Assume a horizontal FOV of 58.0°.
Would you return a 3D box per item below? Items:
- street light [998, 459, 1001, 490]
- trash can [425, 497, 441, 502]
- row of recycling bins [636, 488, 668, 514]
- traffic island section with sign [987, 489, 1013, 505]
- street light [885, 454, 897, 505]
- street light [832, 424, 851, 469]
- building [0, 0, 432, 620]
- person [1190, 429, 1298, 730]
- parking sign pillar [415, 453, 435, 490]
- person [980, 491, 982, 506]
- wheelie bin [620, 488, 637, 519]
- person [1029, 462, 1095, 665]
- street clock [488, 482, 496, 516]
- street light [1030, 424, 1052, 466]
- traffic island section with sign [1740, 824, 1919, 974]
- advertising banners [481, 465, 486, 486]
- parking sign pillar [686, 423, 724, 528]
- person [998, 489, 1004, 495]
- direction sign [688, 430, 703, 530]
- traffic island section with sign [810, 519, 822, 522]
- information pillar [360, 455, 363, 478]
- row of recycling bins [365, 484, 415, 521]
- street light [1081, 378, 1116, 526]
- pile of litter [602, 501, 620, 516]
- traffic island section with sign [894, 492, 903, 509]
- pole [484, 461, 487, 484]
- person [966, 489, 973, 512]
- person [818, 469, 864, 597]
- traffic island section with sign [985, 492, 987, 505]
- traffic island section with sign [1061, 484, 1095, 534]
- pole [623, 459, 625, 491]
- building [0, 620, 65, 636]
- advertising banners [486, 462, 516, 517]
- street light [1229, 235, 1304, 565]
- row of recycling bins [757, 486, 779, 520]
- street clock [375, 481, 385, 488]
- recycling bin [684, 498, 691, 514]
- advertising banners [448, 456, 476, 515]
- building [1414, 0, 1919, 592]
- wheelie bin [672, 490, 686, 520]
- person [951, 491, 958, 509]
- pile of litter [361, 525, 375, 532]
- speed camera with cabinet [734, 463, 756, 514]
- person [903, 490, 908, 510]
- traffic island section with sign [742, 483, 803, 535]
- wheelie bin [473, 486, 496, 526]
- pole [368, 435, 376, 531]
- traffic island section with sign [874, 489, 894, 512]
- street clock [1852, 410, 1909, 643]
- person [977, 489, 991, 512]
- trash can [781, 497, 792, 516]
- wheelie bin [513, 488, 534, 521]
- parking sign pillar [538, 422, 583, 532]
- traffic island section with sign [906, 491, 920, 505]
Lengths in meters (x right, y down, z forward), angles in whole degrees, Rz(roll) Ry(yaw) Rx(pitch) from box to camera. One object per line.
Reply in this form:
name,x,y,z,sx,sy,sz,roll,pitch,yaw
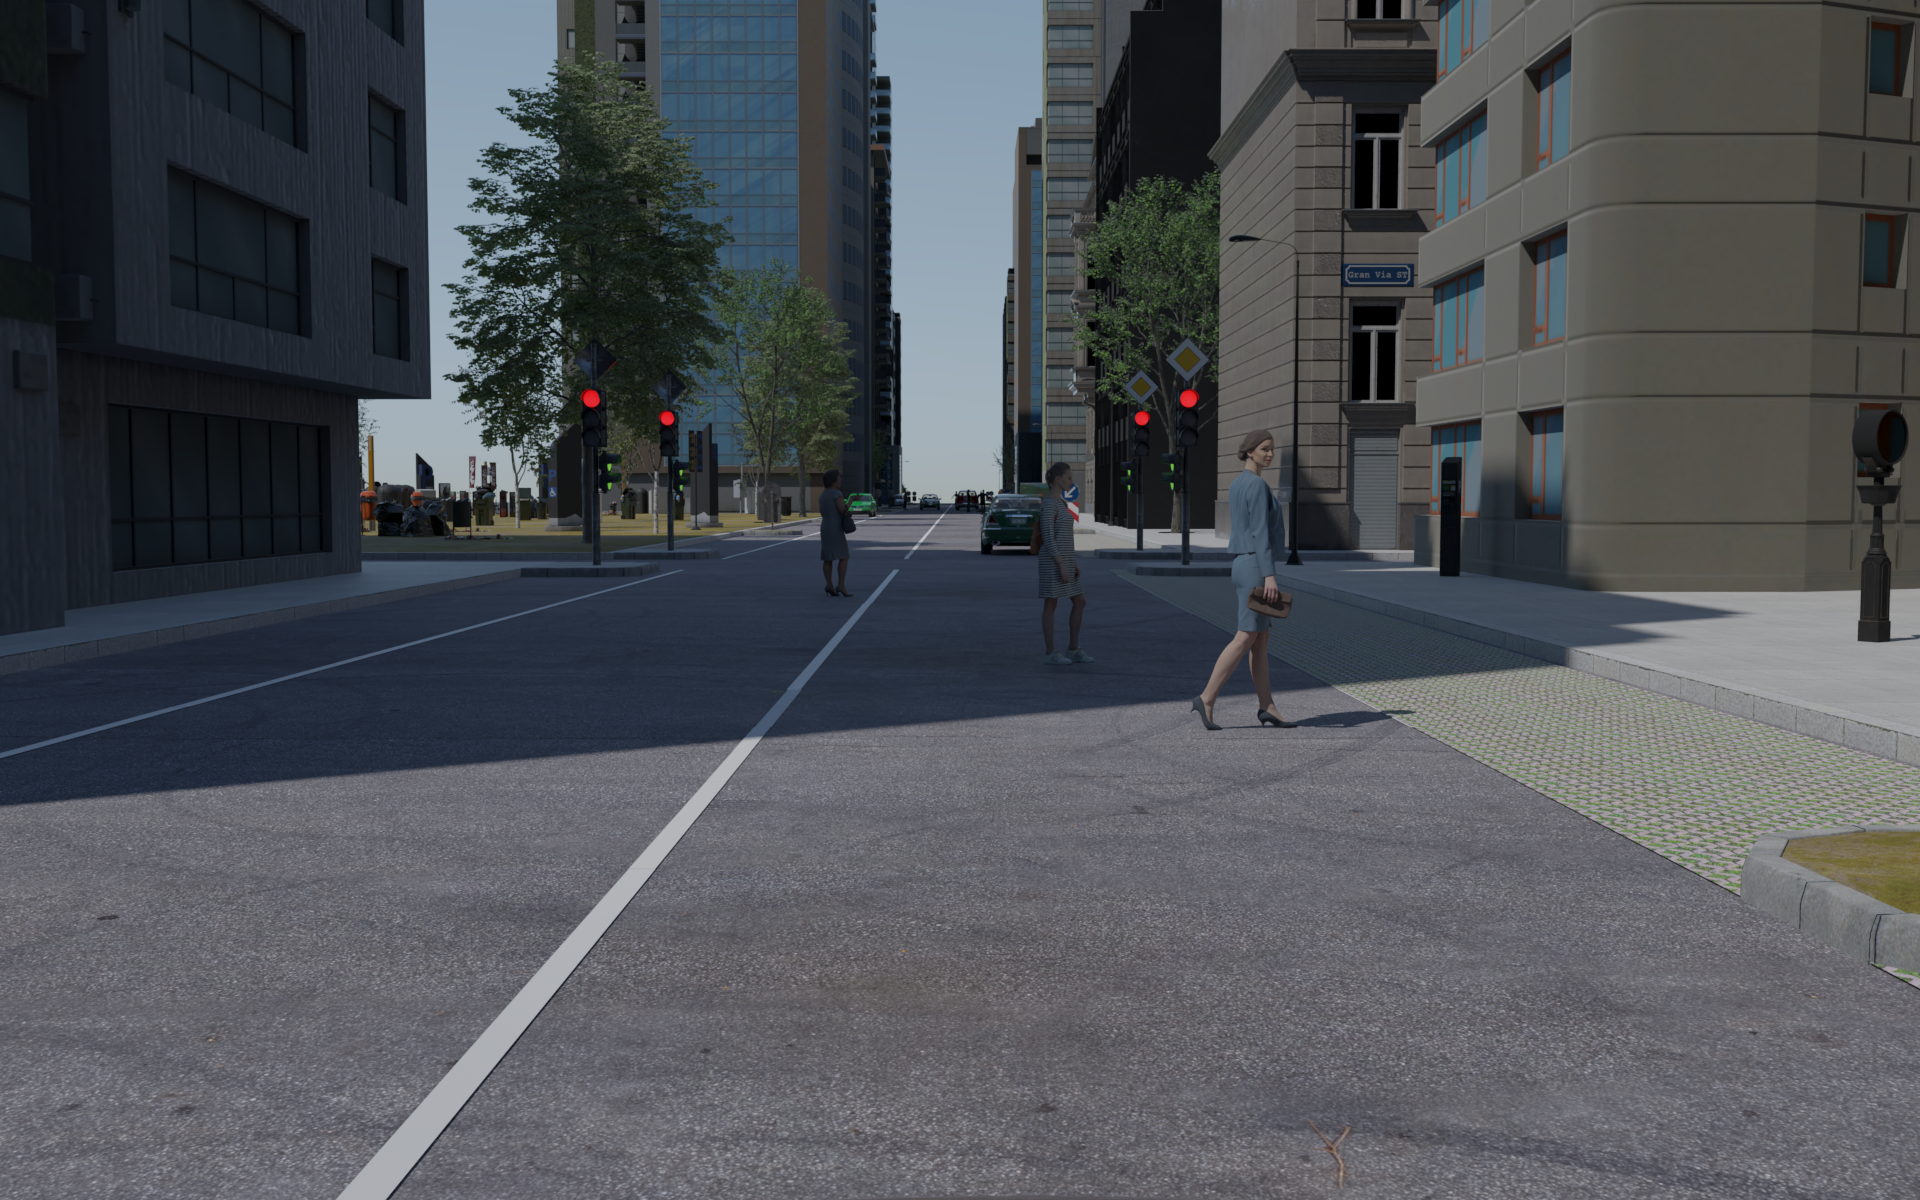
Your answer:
street light,5.657,-15.746,229.987,1.470,5.913,1.316,0,3,0
trash can,-23.845,-4.080,78.369,0.748,1.137,0.748,0,3,0
row of recycling bins,-20.291,-6.466,112.830,3.534,1.692,1.069,1,4,12
traffic island section with sign,3.854,-9.645,166.322,1.989,1.847,2.006,0,3,0
street light,-7.954,-13.837,198.780,1.470,5.913,1.316,0,3,0
street light,-7.939,-8.752,115.636,1.470,5.913,1.316,0,3,0
building,-15.828,-15.459,24.459,14.107,30.474,14.160,0,3,0
person,1.740,-0.124,10.546,0.654,1.822,0.581,1,4,9
parking sign pillar,-35.149,-7.668,113.845,1.447,3.967,1.447,2,4,24
person,2.618,-12.518,213.188,0.705,1.822,1.348,-2,4,-32
wheelie bin,-16.770,-4.887,87.804,0.693,1.594,0.980,2,4,25
person,0.830,-0.312,14.598,0.522,1.701,0.512,1,4,20
street clock,-27.397,-5.934,101.594,0.471,2.002,0.358,-1,4,-11
street light,5.503,-8.673,114.342,1.470,5.913,1.316,0,3,0
traffic island section with sign,3.759,0.182,5.657,1.989,1.847,2.006,0,3,0
advertising banners,-29.066,-6.583,103.813,0.090,3.025,2.074,2,4,32
parking sign pillar,-9.807,-4.767,66.411,1.447,3.967,1.447,-3,5,-42
person,2.863,-6.854,120.699,1.348,1.807,0.705,-2,4,-25
direction sign,-9.420,-4.266,61.739,0.379,3.537,0.876,2,4,24
traffic island section with sign,-6.560,-4.871,88.275,1.989,1.847,2.006,0,3,0
information pillar,-35.970,-6.869,103.665,0.183,3.616,0.504,3,4,37
row of recycling bins,-28.232,-4.725,84.364,1.069,1.692,3.534,2,4,34
street light,5.540,-5.916,69.270,1.470,5.913,1.316,0,3,0
pile of litter,-20.974,-5.491,103.742,1.176,0.858,1.719,-2,4,-26
traffic island section with sign,-6.516,-9.646,166.338,1.989,1.847,2.006,0,3,0
pole,-29.468,-6.958,107.611,0.158,3.312,0.155,0,3,0
person,0.706,-7.776,135.644,0.705,1.822,1.348,1,4,16
person,-1.644,-0.941,24.241,0.532,1.782,0.716,-3,4,-39
traffic island section with sign,3.897,-13.045,221.913,1.989,1.847,2.006,0,3,0
traffic island section with sign,3.794,-3.274,62.155,1.989,1.847,2.006,0,3,0
pole,-19.631,-6.568,101.234,0.158,3.312,0.155,0,3,0
building,-15.689,-14.513,8.994,14.160,30.474,14.107,0,3,0
advertising banners,-25.159,-6.065,95.349,0.090,3.025,2.074,2,4,28
street light,5.513,-3.588,31.198,1.470,5.913,1.316,0,3,0
row of recycling bins,-9.553,-4.809,85.736,1.069,1.692,3.534,-1,4,-11
street clock,-32.794,-5.680,97.434,0.471,2.002,0.358,-1,4,-12
recycling bin,-17.670,-6.021,110.990,0.722,1.027,0.722,-1,4,-17
advertising banners,-22.998,-5.130,80.062,2.074,3.025,0.090,3,4,38
building,22.101,-10.489,16.534,27.650,21.520,28.899,0,3,0
wheelie bin,-13.967,-4.746,85.497,0.693,1.594,0.980,-3,4,-37
person,-0.302,-9.709,168.026,1.217,1.735,0.721,2,4,25
pile of litter,-20.544,-2.722,58.467,1.719,0.858,1.176,2,4,34
speed camera with cabinet,-13.659,-7.145,111.163,0.660,3.252,2.038,2,4,34
person,-4.785,-8.959,155.508,0.750,1.759,0.617,3,5,44
traffic island section with sign,-6.578,-3.201,60.966,1.989,1.847,2.006,0,3,0
wheelie bin,-19.227,-3.799,70.028,0.980,1.594,0.693,0,4,7
pole,-20.484,-4.064,60.288,0.158,3.312,0.155,0,3,0
traffic island section with sign,-6.536,-7.977,139.051,1.989,1.847,2.006,0,3,0
street clock,7.944,-0.638,14.994,0.471,2.002,0.358,-2,4,-30
person,1.906,-8.068,140.544,1.348,1.807,0.705,2,4,28
trash can,-10.103,-5.444,100.654,0.748,1.137,0.748,0,3,0
wheelie bin,-21.140,-4.651,83.956,0.980,1.594,0.693,-1,4,-13
parking sign pillar,-13.647,-4.366,59.854,1.447,3.967,1.447,2,4,28
traffic island section with sign,-6.482,-12.992,221.048,1.989,1.847,2.006,0,3,0
